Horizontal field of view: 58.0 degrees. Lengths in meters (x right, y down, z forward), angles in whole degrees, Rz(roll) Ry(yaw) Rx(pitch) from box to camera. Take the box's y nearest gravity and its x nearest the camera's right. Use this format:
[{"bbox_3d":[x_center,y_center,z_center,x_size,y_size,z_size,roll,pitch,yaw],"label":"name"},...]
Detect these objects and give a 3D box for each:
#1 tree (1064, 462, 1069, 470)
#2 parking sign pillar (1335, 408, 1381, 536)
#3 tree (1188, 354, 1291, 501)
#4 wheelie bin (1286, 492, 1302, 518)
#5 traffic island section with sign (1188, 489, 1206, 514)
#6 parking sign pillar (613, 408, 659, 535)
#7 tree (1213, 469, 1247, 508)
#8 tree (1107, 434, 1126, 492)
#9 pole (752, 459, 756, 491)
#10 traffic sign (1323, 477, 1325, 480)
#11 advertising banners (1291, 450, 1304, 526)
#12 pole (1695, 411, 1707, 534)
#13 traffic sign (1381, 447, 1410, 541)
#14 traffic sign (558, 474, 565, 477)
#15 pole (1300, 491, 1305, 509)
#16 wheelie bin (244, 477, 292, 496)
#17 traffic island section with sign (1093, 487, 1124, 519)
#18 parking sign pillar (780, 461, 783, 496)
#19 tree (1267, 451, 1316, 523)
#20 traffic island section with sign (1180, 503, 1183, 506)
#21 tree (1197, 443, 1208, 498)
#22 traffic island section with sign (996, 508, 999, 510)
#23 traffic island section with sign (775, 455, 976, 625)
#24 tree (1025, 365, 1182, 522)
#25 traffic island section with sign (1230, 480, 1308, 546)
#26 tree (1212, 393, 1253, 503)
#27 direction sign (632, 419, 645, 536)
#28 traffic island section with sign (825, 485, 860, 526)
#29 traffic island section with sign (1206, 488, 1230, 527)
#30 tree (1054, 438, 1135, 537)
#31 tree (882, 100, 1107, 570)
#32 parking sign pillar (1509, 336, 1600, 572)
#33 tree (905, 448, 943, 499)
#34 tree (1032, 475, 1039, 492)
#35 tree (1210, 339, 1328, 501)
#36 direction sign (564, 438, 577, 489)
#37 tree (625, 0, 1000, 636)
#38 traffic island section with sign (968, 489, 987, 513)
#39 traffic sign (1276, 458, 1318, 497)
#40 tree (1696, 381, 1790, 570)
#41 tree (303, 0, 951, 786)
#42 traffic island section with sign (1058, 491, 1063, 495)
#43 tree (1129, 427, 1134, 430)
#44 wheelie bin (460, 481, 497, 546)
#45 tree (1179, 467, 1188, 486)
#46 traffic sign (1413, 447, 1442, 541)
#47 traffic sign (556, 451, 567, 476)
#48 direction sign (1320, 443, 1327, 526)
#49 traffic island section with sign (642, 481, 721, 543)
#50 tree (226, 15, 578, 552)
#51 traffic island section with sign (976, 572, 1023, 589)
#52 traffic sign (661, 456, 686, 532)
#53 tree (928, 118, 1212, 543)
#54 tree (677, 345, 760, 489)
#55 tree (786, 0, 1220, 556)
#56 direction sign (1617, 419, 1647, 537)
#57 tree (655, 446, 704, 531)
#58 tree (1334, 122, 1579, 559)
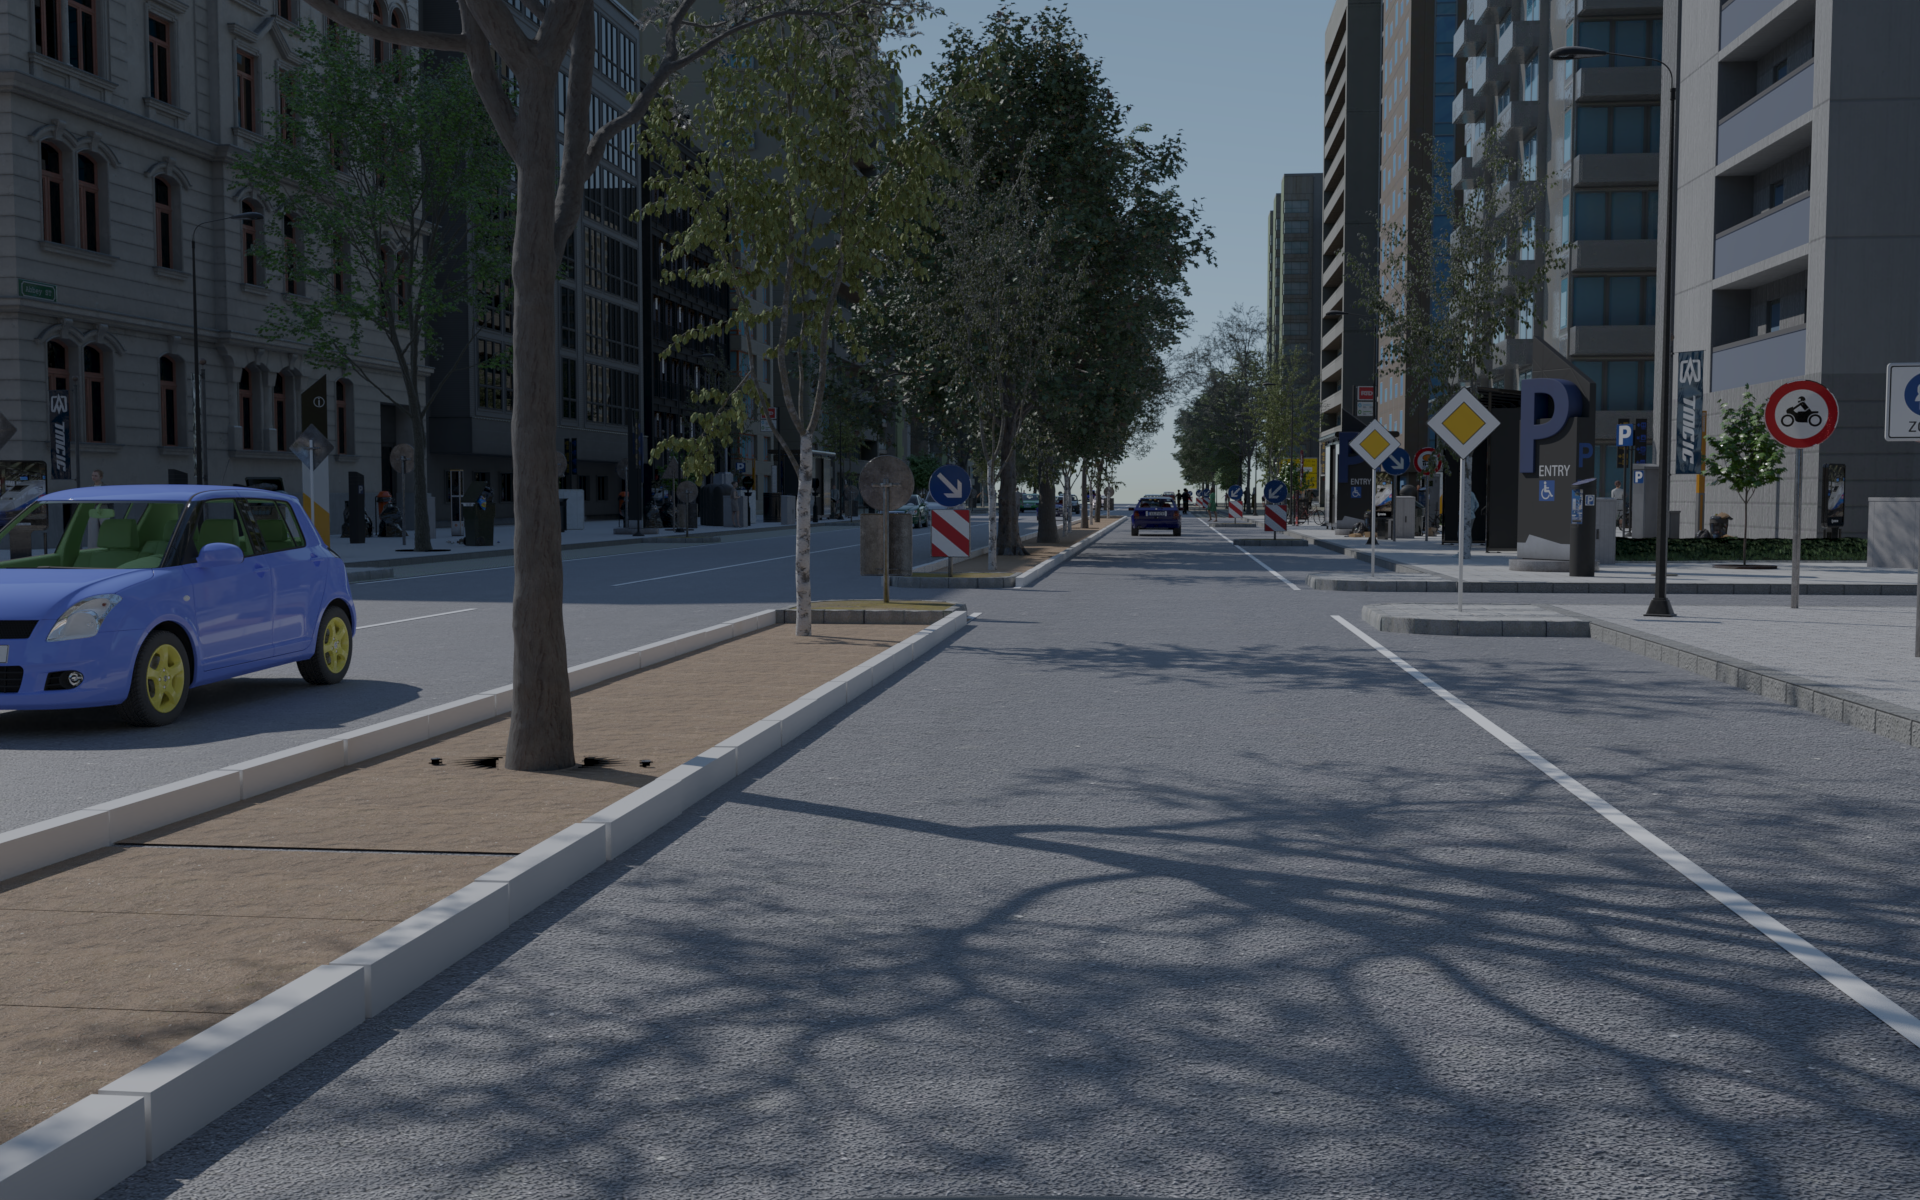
[{"bbox_3d":[13.616,-20.613,262.770,9.928,11.665,9.643,0,3,0],"label":"tree"},{"bbox_3d":[12.464,-4.013,54.089,1.447,3.967,1.447,3,4,39],"label":"parking sign pillar"},{"bbox_3d":[22.182,-13.336,136.174,7.486,12.596,7.792,0,3,0],"label":"tree"},{"bbox_3d":[18.119,-5.264,93.971,0.980,1.594,0.693,3,5,40],"label":"wheelie bin"},{"bbox_3d":[17.803,-7.166,125.791,1.989,1.847,2.006,0,4,7],"label":"traffic island section with sign"},{"bbox_3d":[-10.354,-4.085,55.262,1.447,3.967,1.447,-1,4,-9],"label":"parking sign pillar"},{"bbox_3d":[25.648,-11.098,165.173,4.285,4.588,4.351,0,3,0],"label":"tree"},{"bbox_3d":[4.021,-6.749,63.164,4.360,8.622,3.978,0,3,0],"label":"tree"},{"bbox_3d":[-11.858,-6.471,99.652,0.158,3.312,0.155,0,3,0],"label":"pole"},{"bbox_3d":[14.409,-4.077,66.662,0.884,2.594,0.081,0,4,7],"label":"traffic sign"},{"bbox_3d":[13.482,-4.465,69.196,0.090,3.025,2.074,0,4,0],"label":"advertising banners"},{"bbox_3d":[18.145,-2.971,42.423,0.158,3.312,0.155,0,3,0],"label":"pole"},{"bbox_3d":[11.781,-2.862,46.905,0.768,2.556,0.104,1,4,9],"label":"traffic sign"},{"bbox_3d":[-12.696,-3.288,53.765,0.884,2.594,0.081,1,4,11],"label":"traffic sign"},{"bbox_3d":[19.686,-6.460,99.463,0.158,3.312,0.155,0,3,0],"label":"pole"},{"bbox_3d":[-12.620,-1.444,31.511,0.980,1.594,0.693,0,4,-7],"label":"wheelie bin"},{"bbox_3d":[8.731,-5.732,101.862,2.006,1.907,1.989,0,4,7],"label":"traffic island section with sign"},{"bbox_3d":[-9.856,-6.709,98.162,1.447,3.967,1.447,-1,4,-20],"label":"parking sign pillar"},{"bbox_3d":[14.617,-5.007,76.467,1.663,3.219,1.824,0,3,0],"label":"tree"},{"bbox_3d":[27.517,-12.198,208.060,1.989,1.847,2.006,0,4,7],"label":"traffic island section with sign"},{"bbox_3d":[22.755,-11.800,143.297,4.737,8.622,4.395,0,3,0],"label":"tree"},{"bbox_3d":[4.098,-8.950,154.962,1.989,1.847,2.006,0,4,7],"label":"traffic island section with sign"},{"bbox_3d":[-0.949,-0.718,19.884,2.006,1.907,1.989,0,4,7],"label":"traffic island section with sign"},{"bbox_3d":[7.398,-9.602,93.867,8.767,10.594,7.601,0,4,7],"label":"tree"},{"bbox_3d":[8.694,-2.444,48.595,1.989,1.847,2.006,0,4,7],"label":"traffic island section with sign"},{"bbox_3d":[28.115,-17.491,192.640,9.857,13.997,8.962,0,3,0],"label":"tree"},{"bbox_3d":[-9.779,-3.705,52.574,0.379,3.537,0.876,0,4,-1],"label":"direction sign"},{"bbox_3d":[-4.941,-4.263,78.335,1.989,1.847,2.006,0,4,7],"label":"traffic island section with sign"},{"bbox_3d":[11.850,-4.082,75.365,1.989,1.847,2.006,0,4,7],"label":"traffic island section with sign"},{"bbox_3d":[3.487,-6.417,57.743,4.737,8.622,4.395,0,3,0],"label":"tree"},{"bbox_3d":[0.596,-4.842,31.994,4.360,8.622,3.978,0,3,0],"label":"tree"},{"bbox_3d":[9.967,-2.475,28.946,1.447,3.967,1.447,-2,4,-26],"label":"parking sign pillar"},{"bbox_3d":[-2.619,-8.480,122.354,4.285,4.588,4.351,0,3,0],"label":"tree"},{"bbox_3d":[11.026,-15.257,233.164,4.285,4.588,4.351,0,3,0],"label":"tree"},{"bbox_3d":[15.358,-8.134,83.354,4.737,8.622,4.395,0,3,0],"label":"tree"},{"bbox_3d":[-15.765,-4.783,70.205,0.876,3.537,0.379,3,5,44],"label":"direction sign"},{"bbox_3d":[-1.585,-3.950,17.406,4.737,8.622,4.395,0,3,0],"label":"tree"},{"bbox_3d":[0.944,-7.313,128.192,1.989,1.847,2.006,0,4,7],"label":"traffic island section with sign"},{"bbox_3d":[18.802,-6.288,96.683,2.265,3.308,0.079,1,4,8],"label":"traffic sign"},{"bbox_3d":[13.423,-2.156,29.858,1.663,3.219,1.824,0,3,0],"label":"tree"},{"bbox_3d":[-2.212,-5.871,8.815,12.009,13.543,11.850,0,3,0],"label":"tree"},{"bbox_3d":[13.781,-13.966,236.968,1.989,1.847,2.006,0,4,7],"label":"traffic island section with sign"},{"bbox_3d":[6.055,-7.753,79.577,4.360,8.622,3.978,0,3,0],"label":"tree"},{"bbox_3d":[-11.912,-2.139,42.887,0.980,1.594,0.693,3,5,41],"label":"wheelie bin"},{"bbox_3d":[35.577,-20.337,250.635,7.486,12.596,7.792,0,3,0],"label":"tree"},{"bbox_3d":[12.719,-2.877,47.139,0.768,2.556,0.104,1,4,10],"label":"traffic sign"},{"bbox_3d":[-11.947,-3.114,51.025,0.768,2.556,0.104,1,4,11],"label":"traffic sign"},{"bbox_3d":[14.643,-4.729,69.322,0.379,3.537,0.876,-1,4,-13],"label":"direction sign"},{"bbox_3d":[-8.160,-2.601,51.158,1.989,1.847,2.006,0,4,7],"label":"traffic island section with sign"},{"bbox_3d":[-12.141,-6.889,38.391,9.928,11.665,9.643,0,3,0],"label":"tree"},{"bbox_3d":[-0.071,-1.168,27.239,2.006,1.907,1.989,0,4,7],"label":"traffic island section with sign"},{"bbox_3d":[-9.775,-3.616,59.126,0.884,2.594,0.081,1,4,10],"label":"traffic sign"},{"bbox_3d":[2.582,-8.632,50.253,9.857,13.997,8.962,0,3,0],"label":"tree"},{"bbox_3d":[-11.491,-8.218,84.721,4.360,8.622,3.978,0,3,0],"label":"tree"},{"bbox_3d":[1.121,-7.374,40.033,9.611,12.733,9.660,0,3,0],"label":"tree"},{"bbox_3d":[20.136,-3.668,51.964,0.876,3.537,0.379,0,4,-1],"label":"direction sign"},{"bbox_3d":[-10.002,-4.058,60.948,1.663,3.219,1.824,0,3,0],"label":"tree"},{"bbox_3d":[9.770,-5.115,33.989,4.360,8.622,3.978,0,3,0],"label":"tree"}]
